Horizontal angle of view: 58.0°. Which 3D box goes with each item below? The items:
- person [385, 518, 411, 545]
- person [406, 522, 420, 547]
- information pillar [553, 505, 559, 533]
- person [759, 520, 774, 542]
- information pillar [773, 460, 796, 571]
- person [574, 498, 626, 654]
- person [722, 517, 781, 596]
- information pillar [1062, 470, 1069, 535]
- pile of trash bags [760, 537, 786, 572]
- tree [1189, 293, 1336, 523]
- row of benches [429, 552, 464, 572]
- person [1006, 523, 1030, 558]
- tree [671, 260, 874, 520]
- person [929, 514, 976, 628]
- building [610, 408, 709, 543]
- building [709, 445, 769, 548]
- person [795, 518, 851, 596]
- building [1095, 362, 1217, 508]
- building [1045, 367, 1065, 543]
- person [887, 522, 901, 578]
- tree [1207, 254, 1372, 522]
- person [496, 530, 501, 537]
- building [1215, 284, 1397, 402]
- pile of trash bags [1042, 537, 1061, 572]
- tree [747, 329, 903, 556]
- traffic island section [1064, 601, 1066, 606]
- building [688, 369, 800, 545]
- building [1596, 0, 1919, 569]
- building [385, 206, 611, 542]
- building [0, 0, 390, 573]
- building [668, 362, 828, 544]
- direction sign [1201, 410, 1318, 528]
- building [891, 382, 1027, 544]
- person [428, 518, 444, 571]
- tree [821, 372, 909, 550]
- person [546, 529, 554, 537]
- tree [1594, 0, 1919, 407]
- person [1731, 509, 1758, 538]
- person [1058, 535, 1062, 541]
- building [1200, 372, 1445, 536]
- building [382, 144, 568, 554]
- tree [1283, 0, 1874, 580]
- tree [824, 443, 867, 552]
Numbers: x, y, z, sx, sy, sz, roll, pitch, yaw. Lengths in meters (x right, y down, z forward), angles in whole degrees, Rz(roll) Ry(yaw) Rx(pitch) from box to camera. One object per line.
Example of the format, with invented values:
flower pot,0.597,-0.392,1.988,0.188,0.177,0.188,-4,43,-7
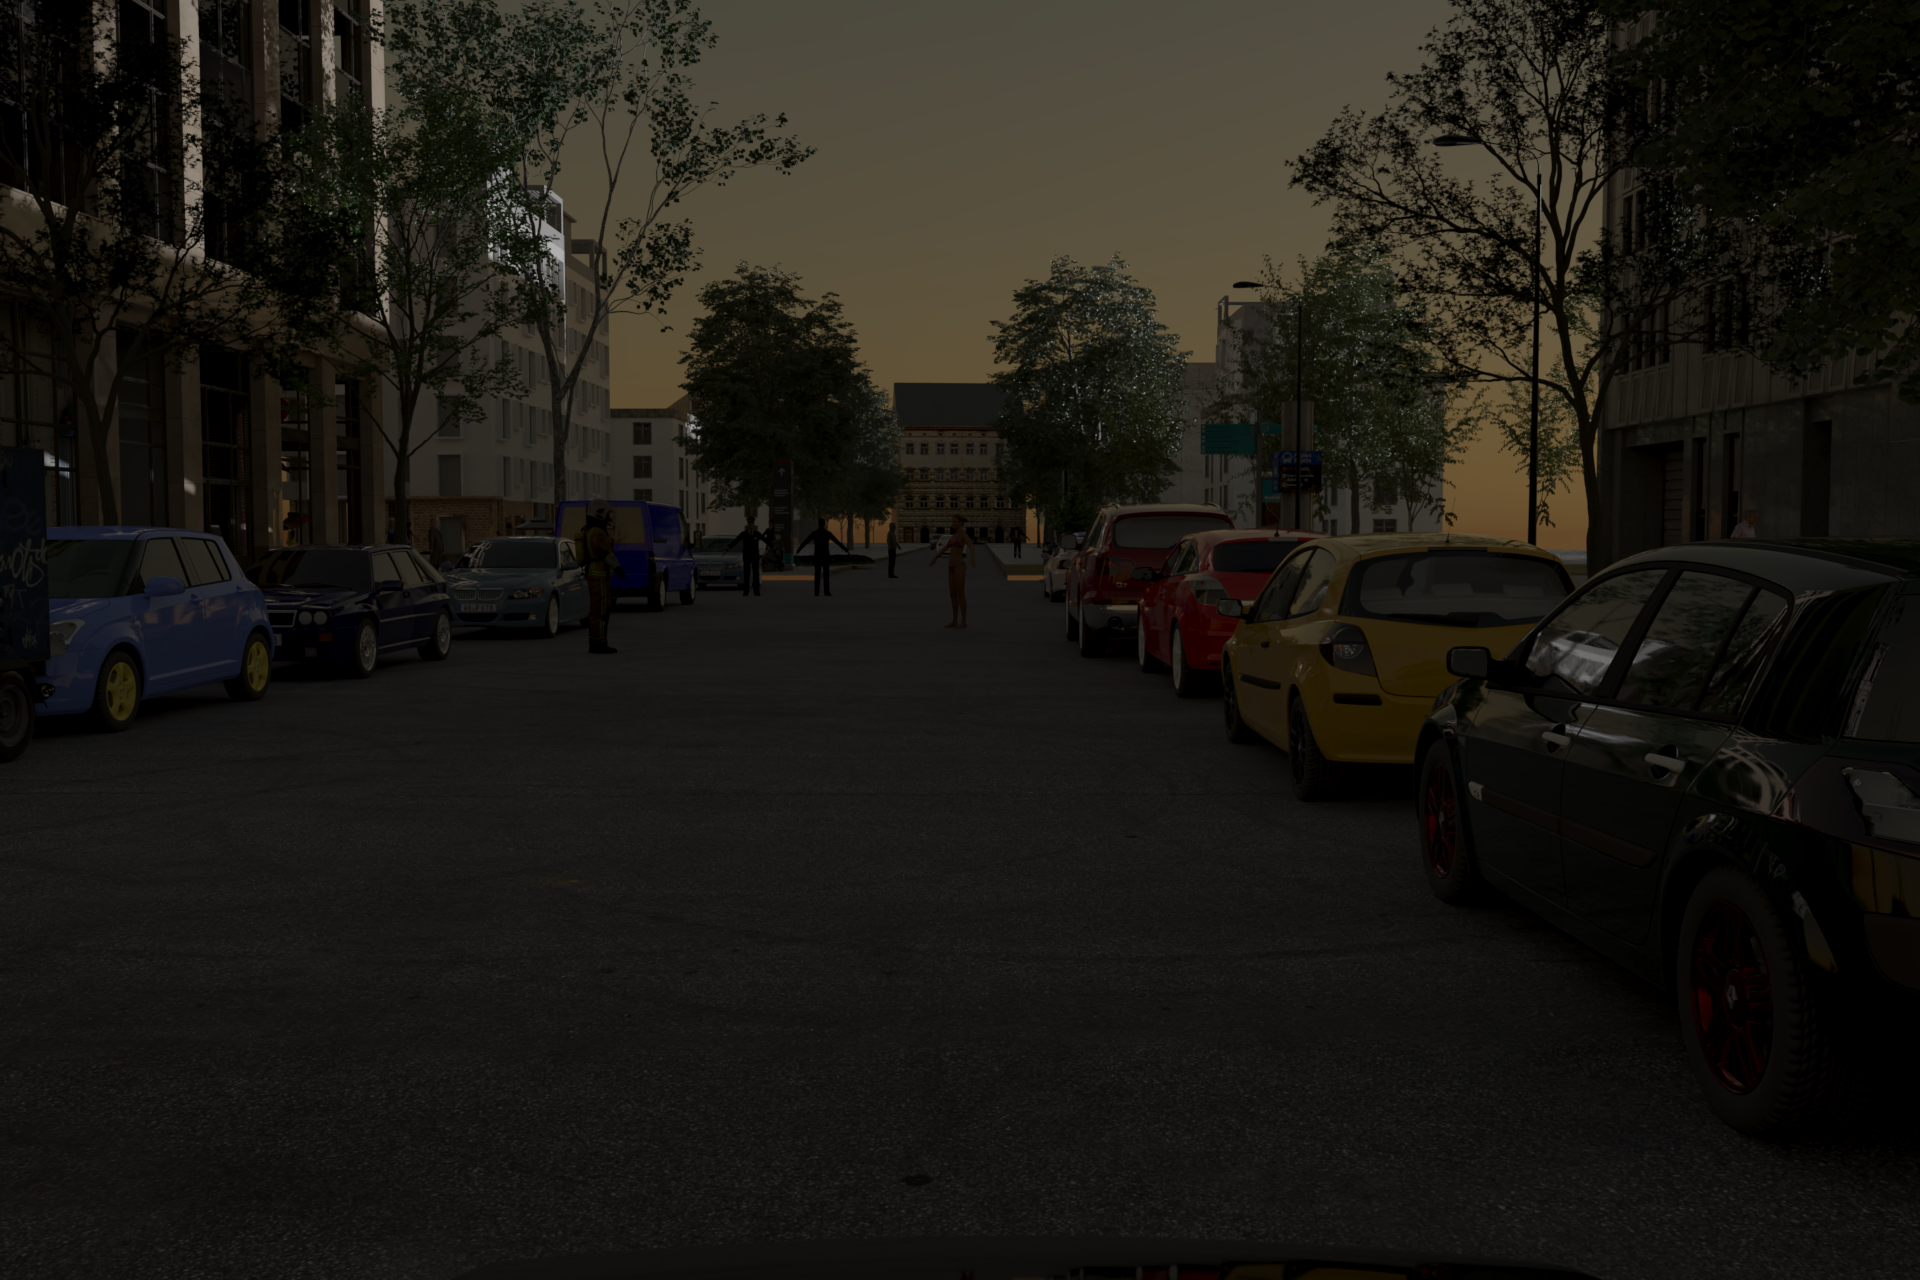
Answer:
person,-19.419,-3.266,59.263,1.347,1.847,0.705,0,4,2
person,-24.489,-4.333,76.987,1.345,1.843,0.704,3,5,40
information pillar,-10.242,-2.446,44.482,0.304,2.012,0.304,0,4,1
person,-6.843,-3.451,62.608,1.347,1.806,0.705,2,4,30
information pillar,-6.231,-4.389,61.141,0.750,3.857,0.750,0,4,2
person,-4.318,-0.773,20.859,0.705,1.858,1.354,-2,4,-26
person,-4.851,-1.948,40.247,1.347,1.837,0.705,-1,4,-9
information pillar,3.874,-4.440,63.910,0.184,3.620,1.656,0,4,1
pile of trash bags,-6.919,-2.991,58.651,1.912,1.369,3.447,0,4,1
tree,9.653,-6.235,52.305,4.360,8.622,3.978,0,3,0
row of benches,-17.403,-2.745,60.343,1.422,0.672,4.104,0,4,7
person,3.063,-5.274,92.013,1.354,1.856,0.705,1,4,18
tree,-8.640,-10.595,79.882,9.857,13.997,8.962,0,3,0
person,-0.102,-1.051,26.438,0.721,1.733,1.217,-2,4,-33
building,-23.225,-11.481,129.858,9.099,9.664,28.070,0,4,1
building,-21.497,-14.160,173.668,9.099,9.664,28.070,0,4,1
person,-3.190,-1.923,40.122,1.346,1.802,0.704,1,4,10
building,23.943,-19.605,187.001,16.747,18.905,31.486,0,4,0
building,24.783,-23.191,223.139,27.936,21.610,32.646,0,4,1
person,-2.187,-2.934,56.558,0.705,1.813,1.348,-1,4,-16
tree,8.748,-5.771,44.710,4.737,8.622,4.395,0,3,0
person,-15.872,-3.071,59.471,0.991,1.433,0.599,-3,5,-40
building,25.593,-17.226,138.058,16.016,20.090,11.380,0,4,1
pile of trash bags,3.753,-3.019,59.111,1.912,1.369,3.447,0,4,0
tree,-8.212,-11.724,102.054,12.009,13.543,11.850,0,3,0
traffic island section,3.083,-0.700,34.310,1.991,0.108,1.994,0,4,0
building,-24.369,-20.716,195.119,16.016,20.090,11.380,0,4,0
building,26.059,-13.887,44.307,12.078,24.872,19.932,0,4,1
building,-28.129,-14.986,101.440,16.016,20.090,11.380,0,4,0
building,-30.004,-16.673,38.832,22.709,31.103,35.509,0,4,1
building,-27.056,-23.992,223.190,19.493,23.208,18.063,0,4,0
direction sign,6.455,-2.945,36.921,2.525,3.948,1.411,0,4,1
building,-0.488,-25.485,250.071,18.063,23.208,19.493,0,4,-5
person,-15.185,-2.670,50.253,0.434,1.755,0.990,0,4,3
tree,-8.673,-14.085,136.945,9.857,13.997,8.962,0,3,0
person,-11.411,-2.357,47.812,0.697,1.427,0.421,0,4,-4
tree,9.192,-6.493,12.810,9.857,13.997,8.962,0,3,0
person,13.540,-1.394,29.772,0.756,1.711,0.436,-2,4,-28
person,5.381,-5.131,90.167,0.705,1.796,1.348,-1,4,-15
building,20.773,-9.883,103.727,9.099,9.664,28.070,0,4,0
building,-27.108,-13.942,84.371,16.016,20.090,11.380,0,3,0
tree,9.327,-5.569,25.468,8.767,10.594,7.601,-1,4,-13
tree,-8.282,-10.469,121.528,4.360,8.622,3.978,0,3,0
